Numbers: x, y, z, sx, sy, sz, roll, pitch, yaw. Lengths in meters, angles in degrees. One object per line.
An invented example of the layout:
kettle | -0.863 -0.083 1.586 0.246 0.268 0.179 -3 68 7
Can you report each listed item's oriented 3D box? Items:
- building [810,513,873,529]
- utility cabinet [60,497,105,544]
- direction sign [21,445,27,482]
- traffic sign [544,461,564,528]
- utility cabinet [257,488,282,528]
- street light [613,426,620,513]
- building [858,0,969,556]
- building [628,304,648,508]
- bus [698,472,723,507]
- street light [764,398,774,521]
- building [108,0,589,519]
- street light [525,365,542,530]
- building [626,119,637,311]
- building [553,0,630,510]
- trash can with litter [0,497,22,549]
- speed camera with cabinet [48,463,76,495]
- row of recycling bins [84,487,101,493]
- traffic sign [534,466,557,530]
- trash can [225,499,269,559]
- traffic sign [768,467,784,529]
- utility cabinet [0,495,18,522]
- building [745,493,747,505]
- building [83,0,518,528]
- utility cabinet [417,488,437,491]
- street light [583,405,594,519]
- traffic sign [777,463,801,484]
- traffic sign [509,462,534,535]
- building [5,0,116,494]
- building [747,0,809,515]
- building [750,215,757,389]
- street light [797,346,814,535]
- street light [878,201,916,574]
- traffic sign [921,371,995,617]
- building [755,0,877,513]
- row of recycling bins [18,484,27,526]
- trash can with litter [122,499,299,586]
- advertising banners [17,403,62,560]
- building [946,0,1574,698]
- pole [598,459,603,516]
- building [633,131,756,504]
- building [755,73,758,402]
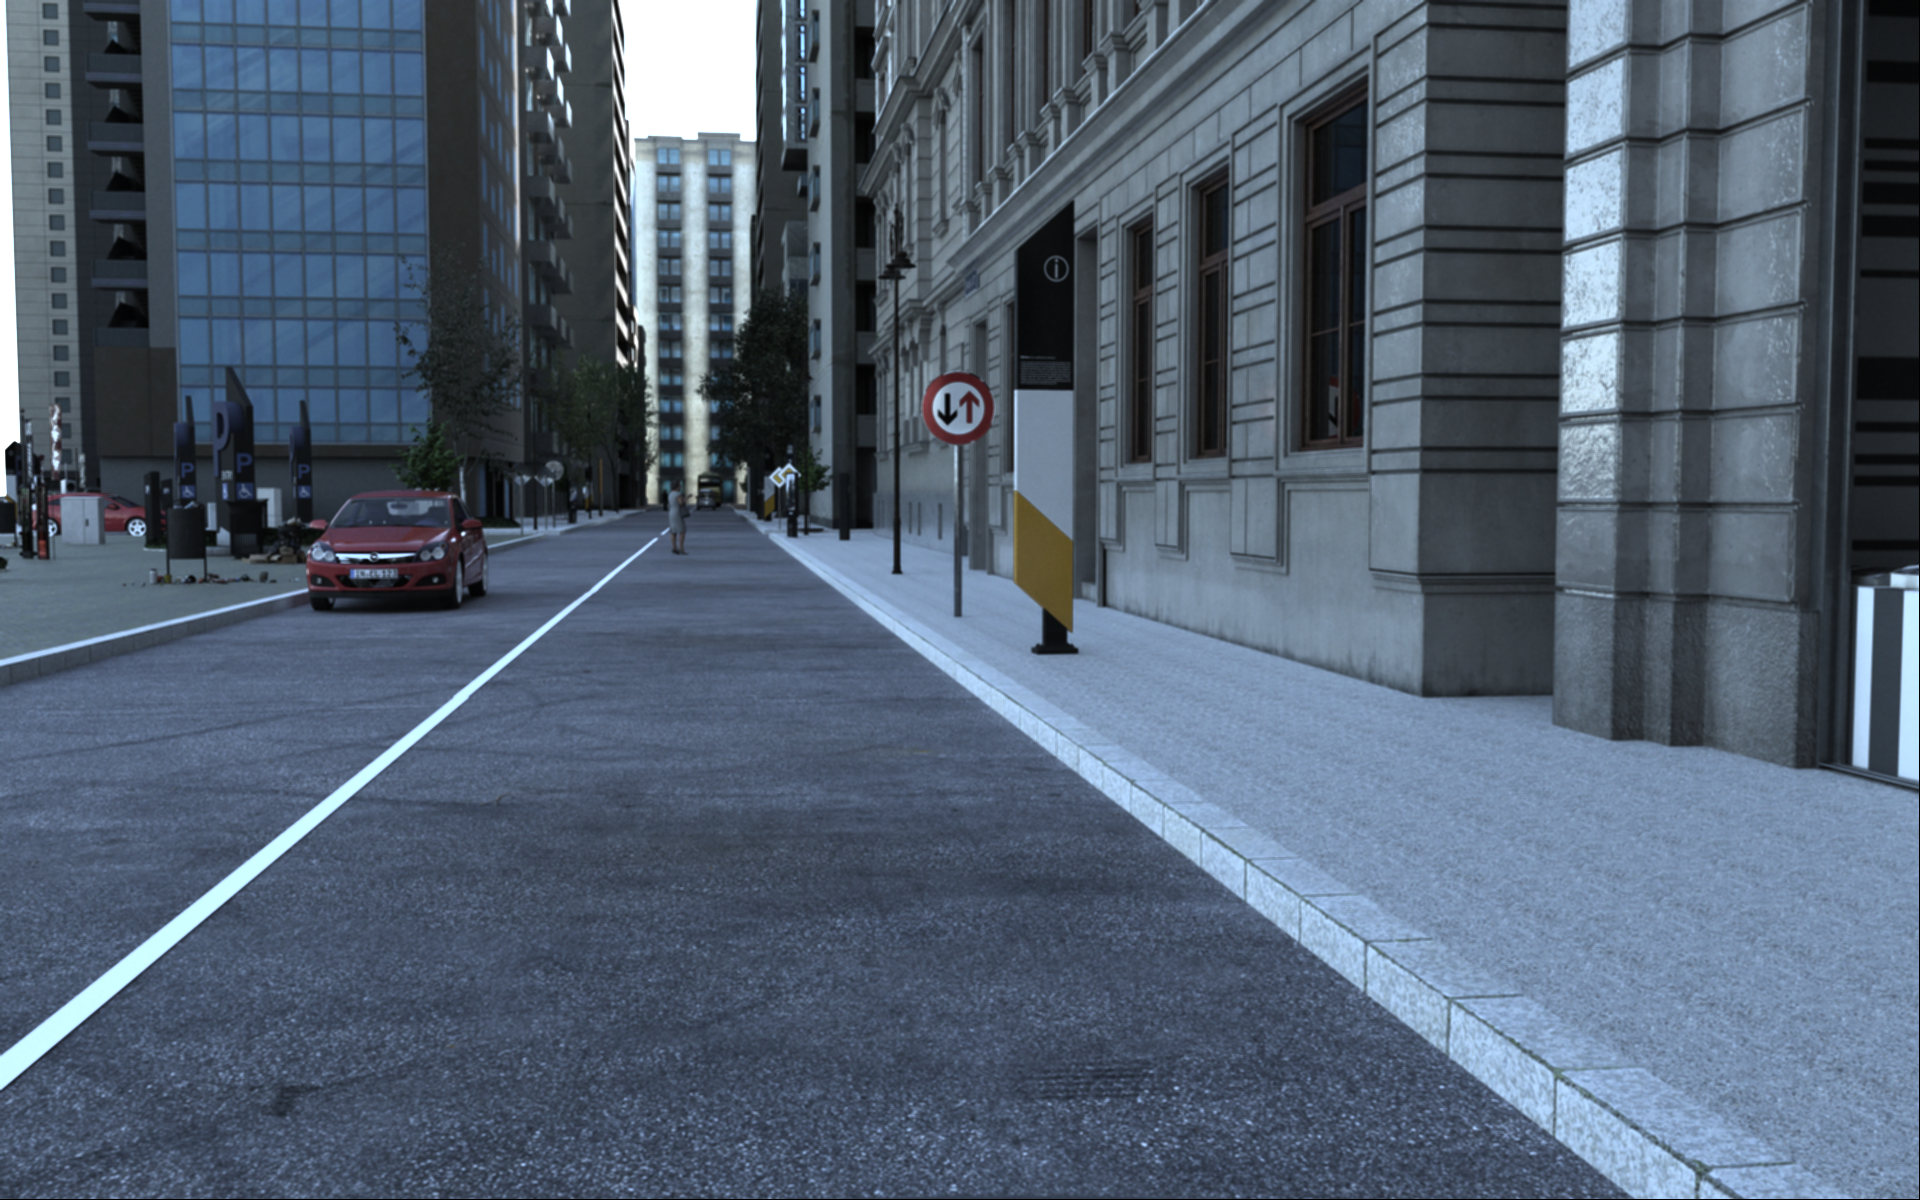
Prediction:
building | 4.257 -27.508 73.452 21.600 48.544 21.300 -1 4 -8
utility cabinet | -22.572 -2.043 44.557 1.020 1.237 0.306 0 4 3
direction sign | -43.358 -5.414 80.515 0.379 3.537 0.876 0 3 0
traffic sign | -15.492 -4.034 66.060 0.768 2.556 0.104 0 4 -5
utility cabinet | -25.686 -3.412 64.459 1.173 1.500 0.318 3 4 38
street light | -23.234 -8.840 117.319 0.468 5.910 1.993 -1 4 -8
building | 5.019 -15.644 43.174 14.401 28.519 23.554 -1 4 -8
building | -45.368 -19.884 170.146 27.650 21.520 28.899 -1 4 -8
bus | -27.866 -12.324 193.045 2.896 3.916 12.252 0 4 -8
street light | -9.177 -6.782 83.681 0.468 5.910 1.993 -1 4 -8
building | -34.523 -29.409 100.443 23.786 49.044 30.456 -1 4 -8
street light | -15.306 -5.473 62.275 0.468 5.910 1.993 -1 4 -8
building | -45.212 -33.751 201.934 14.200 45.320 14.600 -1 4 -8
building | -39.098 -31.856 144.555 21.300 48.544 21.600 -1 4 -8
trash can with litter | -23.007 -1.821 40.831 1.678 1.210 2.233 3 5 41
speed camera with cabinet | -56.736 -7.008 108.918 0.660 3.252 2.038 2 4 32
row of recycling bins | -54.474 -6.228 108.943 1.069 1.692 3.534 -1 4 -19
traffic sign | -14.777 -3.558 61.808 0.795 2.450 0.064 -1 4 -8
trash can | -14.079 -1.377 34.164 0.748 1.137 0.748 0 3 0
traffic sign | -6.564 -3.628 62.961 0.795 2.450 0.064 -1 4 -8
utility cabinet | -43.179 -4.131 78.703 0.306 1.237 1.020 1 4 23
building | -8.775 -31.176 201.603 32.217 40.220 23.993 -1 4 -8
building | -26.098 -25.753 71.181 14.600 45.320 14.200 -1 4 -8
utility cabinet | -19.067 -3.275 62.218 1.173 1.500 0.318 2 4 33
street light | -19.289 -7.179 90.158 0.468 5.910 1.993 -1 4 -8
traffic sign | -5.430 -3.145 55.057 0.795 2.450 0.064 -1 4 -8
traffic sign | -13.643 -3.074 53.903 0.795 2.450 0.064 -1 4 -8
building | -89.866 -46.051 191.183 20.611 71.187 20.563 -1 4 -8
building | -3.386 -49.309 118.879 22.319 86.520 31.000 -1 4 -8
building | -14.927 -25.083 181.813 14.160 30.474 14.107 -1 4 -8
street light | -4.827 -4.977 54.160 0.468 5.910 1.993 -1 4 -8
street light | -1.012 -3.358 27.690 0.468 5.910 1.993 -1 4 -8
traffic sign | -0.020 -1.097 18.041 0.768 2.556 0.104 0 4 -5
building | -6.557 -32.158 149.488 21.300 48.544 21.600 -1 4 -8
row of recycling bins | -38.202 -3.932 71.403 1.069 1.692 3.534 -2 4 -25
trash can with litter | -10.787 -0.855 25.040 2.233 1.210 1.678 -1 4 -14
advertising banners | -18.047 -2.313 33.999 2.074 3.025 0.090 3 5 41
building | 6.432 -11.278 20.549 11.583 22.565 21.152 -1 4 -8
pole | -20.693 -6.474 99.692 0.158 3.312 0.155 0 3 0
building | -32.103 -37.431 231.610 30.456 49.044 23.786 -1 4 -8
building | -12.575 -29.556 166.842 14.154 41.232 14.086 -1 4 -8
